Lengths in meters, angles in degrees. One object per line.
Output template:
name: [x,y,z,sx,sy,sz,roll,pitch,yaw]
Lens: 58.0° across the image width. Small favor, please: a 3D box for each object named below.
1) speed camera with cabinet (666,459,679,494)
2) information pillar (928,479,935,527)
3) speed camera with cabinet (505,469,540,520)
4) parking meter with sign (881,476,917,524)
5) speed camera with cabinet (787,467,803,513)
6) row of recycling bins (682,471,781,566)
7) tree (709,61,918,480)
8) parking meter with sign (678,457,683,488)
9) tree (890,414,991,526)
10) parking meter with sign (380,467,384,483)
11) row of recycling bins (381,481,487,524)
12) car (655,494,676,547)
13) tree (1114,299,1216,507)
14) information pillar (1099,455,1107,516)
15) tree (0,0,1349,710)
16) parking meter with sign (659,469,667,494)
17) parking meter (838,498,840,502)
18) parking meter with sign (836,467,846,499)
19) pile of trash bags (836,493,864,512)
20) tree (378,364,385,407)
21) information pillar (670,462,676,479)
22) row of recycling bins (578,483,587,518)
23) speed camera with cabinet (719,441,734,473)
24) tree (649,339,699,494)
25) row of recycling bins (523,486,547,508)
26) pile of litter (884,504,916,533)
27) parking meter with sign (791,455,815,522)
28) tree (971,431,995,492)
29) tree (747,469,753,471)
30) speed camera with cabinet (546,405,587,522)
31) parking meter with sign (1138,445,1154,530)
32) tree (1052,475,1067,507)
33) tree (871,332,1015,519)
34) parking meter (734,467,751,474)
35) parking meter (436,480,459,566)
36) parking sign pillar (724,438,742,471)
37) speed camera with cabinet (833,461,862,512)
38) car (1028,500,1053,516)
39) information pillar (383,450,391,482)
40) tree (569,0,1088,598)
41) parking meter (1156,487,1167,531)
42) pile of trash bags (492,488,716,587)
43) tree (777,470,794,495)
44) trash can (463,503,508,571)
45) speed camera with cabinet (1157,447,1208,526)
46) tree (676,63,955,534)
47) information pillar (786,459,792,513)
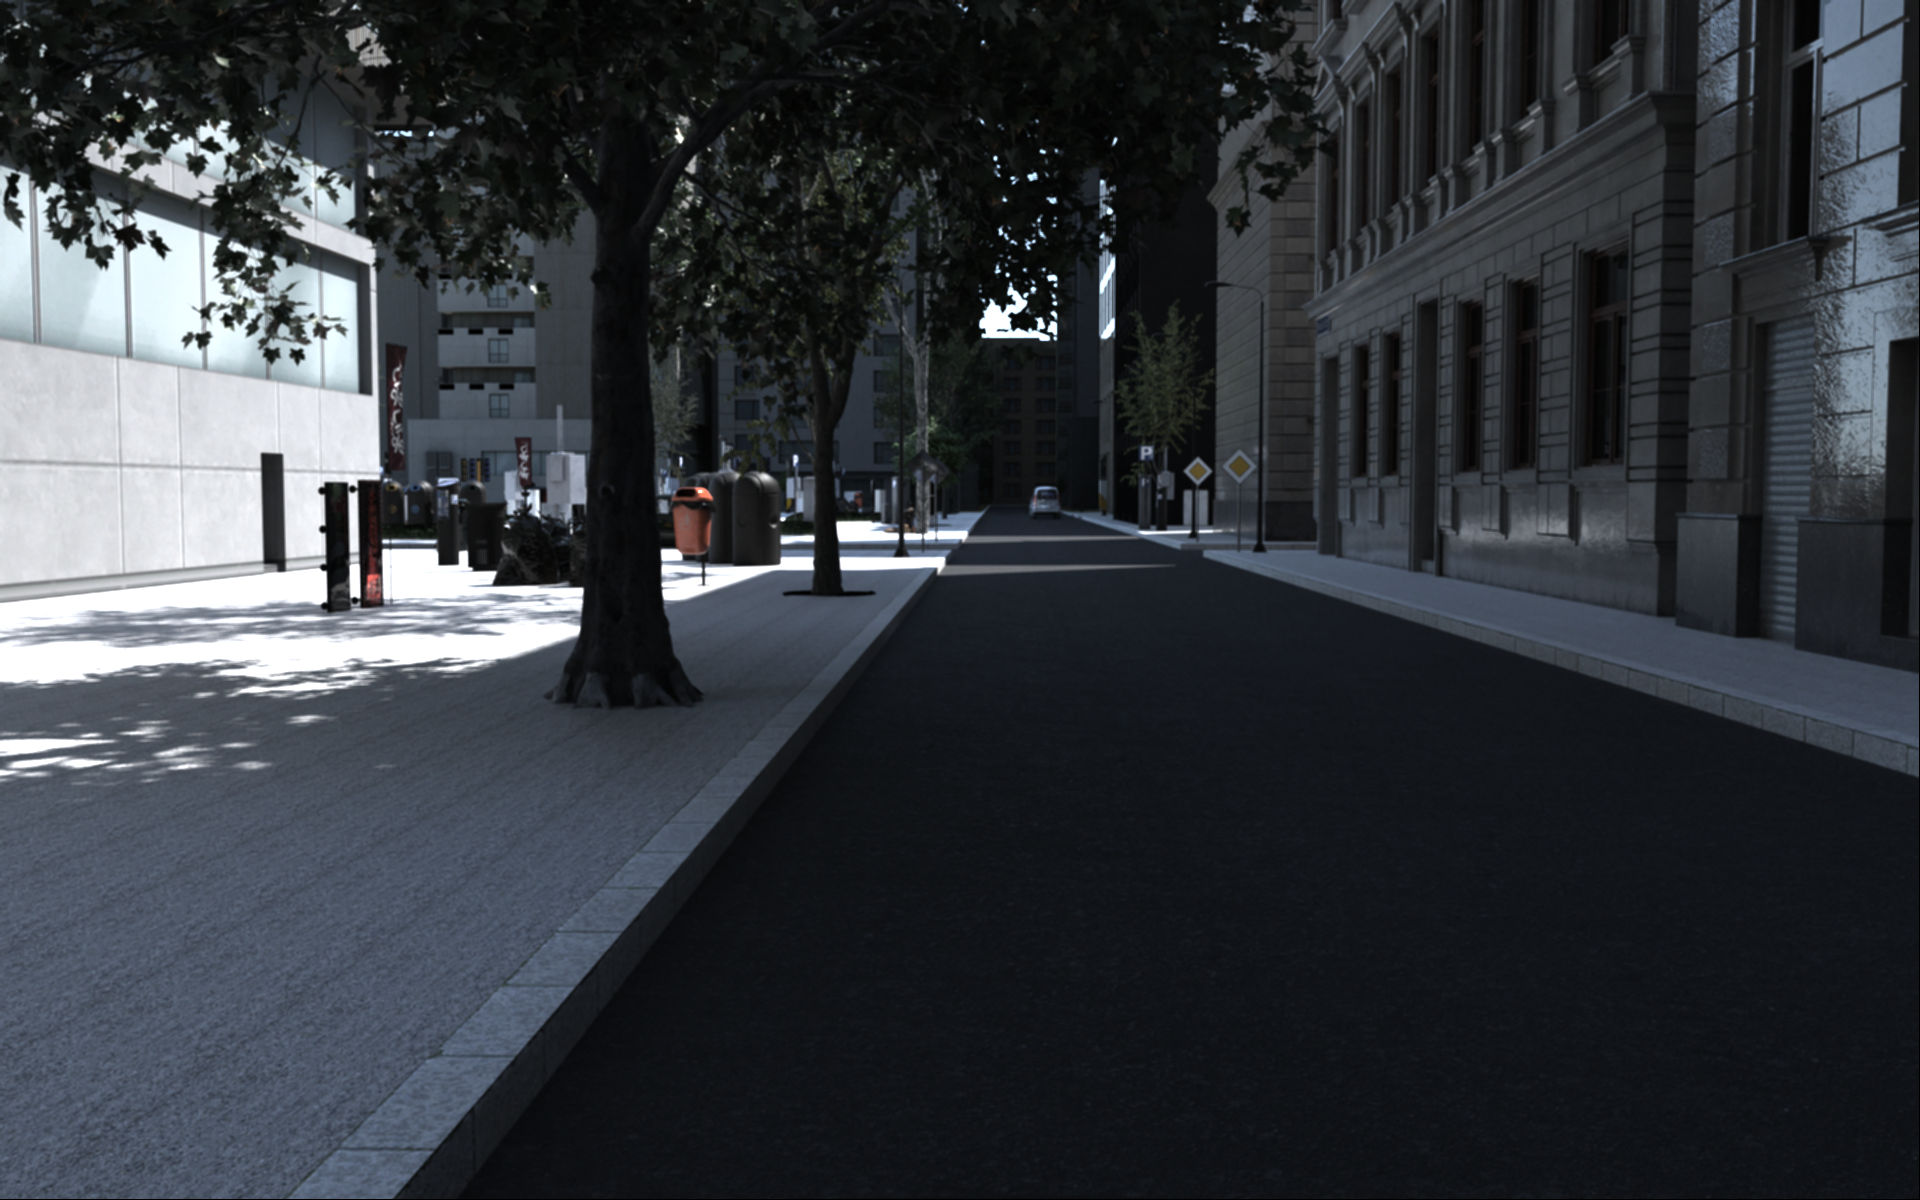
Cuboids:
speed camera with cabinet: [-15.670,-6.230,96.193,0.660,3.252,2.038,-2,4,-34]
information pillar: [-1.185,-3.819,66.929,0.304,2.012,0.304,3,4,38]
speed camera with cabinet: [-16.963,-4.506,68.007,0.660,3.252,2.038,2,4,28]
parking meter with sign: [-2.538,-4.746,73.860,1.738,3.016,0.543,-2,4,-34]
speed camera with cabinet: [-8.780,-6.150,94.886,0.660,3.252,2.038,1,4,22]
row of recycling bins: [-4.337,-1.543,32.343,1.069,1.692,3.534,-2,4,-28]
tree: [-2.423,-4.792,28.709,4.737,8.622,4.395,0,3,0]
parking meter with sign: [-12.197,-5.158,80.600,1.738,3.016,0.543,0,4,5]
tree: [-1.002,-5.294,70.278,4.285,4.588,4.351,0,3,0]
parking meter with sign: [-36.431,-6.998,110.672,0.543,3.016,1.738,1,4,22]
row of recycling bins: [-16.240,-2.828,53.344,3.534,1.692,1.069,1,4,10]
car: [-6.504,-1.961,41.852,4.222,1.686,2.009,0,4,2]
tree: [7.674,-7.098,66.414,4.737,8.622,4.395,0,3,0]
information pillar: [8.526,-6.839,103.167,0.504,3.616,0.183,-2,4,-30]
tree: [-2.030,-5.706,10.305,9.611,12.733,9.660,0,3,0]
parking meter with sign: [-19.972,-7.461,118.246,0.543,3.016,1.738,-2,4,-30]
parking meter: [-8.405,-6.886,118.292,0.399,1.863,0.255,-1,4,-13]
parking meter with sign: [-8.319,-7.107,112.466,1.738,3.016,0.543,2,4,24]
pile of trash bags: [-6.415,-5.351,97.249,1.912,1.369,3.447,2,4,26]
tree: [-23.393,-6.933,63.714,4.360,8.622,3.978,0,3,0]
information pillar: [-20.241,-7.992,122.027,0.504,3.616,0.183,1,4,10]
row of recycling bins: [-13.831,-3.622,66.335,1.069,1.692,3.534,3,5,40]
speed camera with cabinet: [-8.808,-4.282,64.352,0.660,3.252,2.038,1,4,10]
tree: [-13.286,-7.714,76.486,4.360,8.622,3.978,0,3,0]
row of recycling bins: [-26.757,-6.370,111.267,3.534,1.692,1.069,3,4,38]
pile of litter: [-1.878,-2.633,57.011,1.176,0.858,1.719,-1,4,-16]
parking meter with sign: [-6.526,-4.893,76.254,1.738,3.016,0.543,1,4,22]
tree: [1.763,-14.087,180.685,4.360,8.622,3.978,0,3,0]
tree: [-14.854,-7.641,119.536,1.663,3.219,1.824,0,3,0]
speed camera with cabinet: [-8.192,-2.695,38.400,2.038,3.252,0.660,2,4,27]
parking meter with sign: [6.739,-4.078,62.943,0.543,3.016,1.738,0,4,5]
tree: [9.894,-10.894,172.717,1.663,3.219,1.824,0,3,0]
tree: [-0.979,-9.443,88.799,8.767,10.594,7.601,2,4,27]
parking meter: [-4.680,-1.952,37.619,0.399,1.863,0.255,-2,4,-30]
parking meter: [-9.221,-1.393,31.191,0.372,1.533,0.369,0,3,0]
parking sign pillar: [-10.886,-5.797,83.253,1.447,3.967,1.447,1,4,16]
speed camera with cabinet: [-6.895,-6.669,103.372,2.038,3.252,0.660,-1,4,-16]
car: [5.324,-6.173,110.516,1.945,1.707,3.694,0,4,1]
information pillar: [-30.636,-6.198,92.696,0.183,3.616,0.504,2,4,25]
tree: [-1.596,-5.873,21.781,9.928,11.665,9.643,0,3,0]
parking meter: [7.045,-3.187,60.516,0.372,1.533,0.369,0,3,0]
pile of trash bags: [-4.954,-0.904,24.532,3.447,1.369,1.912,2,4,25]
tree: [-11.976,-7.749,121.290,1.663,3.219,1.824,0,3,0]
trash can: [-7.922,-1.058,28.947,0.748,1.137,0.748,0,3,0]
speed camera with cabinet: [9.044,-4.644,70.272,2.038,3.252,0.660,1,4,10]
tree: [-2.441,-12.238,55.972,12.611,20.169,13.585,0,3,0]
information pillar: [-11.370,-7.569,115.114,0.183,3.616,0.504,-3,5,-42]
